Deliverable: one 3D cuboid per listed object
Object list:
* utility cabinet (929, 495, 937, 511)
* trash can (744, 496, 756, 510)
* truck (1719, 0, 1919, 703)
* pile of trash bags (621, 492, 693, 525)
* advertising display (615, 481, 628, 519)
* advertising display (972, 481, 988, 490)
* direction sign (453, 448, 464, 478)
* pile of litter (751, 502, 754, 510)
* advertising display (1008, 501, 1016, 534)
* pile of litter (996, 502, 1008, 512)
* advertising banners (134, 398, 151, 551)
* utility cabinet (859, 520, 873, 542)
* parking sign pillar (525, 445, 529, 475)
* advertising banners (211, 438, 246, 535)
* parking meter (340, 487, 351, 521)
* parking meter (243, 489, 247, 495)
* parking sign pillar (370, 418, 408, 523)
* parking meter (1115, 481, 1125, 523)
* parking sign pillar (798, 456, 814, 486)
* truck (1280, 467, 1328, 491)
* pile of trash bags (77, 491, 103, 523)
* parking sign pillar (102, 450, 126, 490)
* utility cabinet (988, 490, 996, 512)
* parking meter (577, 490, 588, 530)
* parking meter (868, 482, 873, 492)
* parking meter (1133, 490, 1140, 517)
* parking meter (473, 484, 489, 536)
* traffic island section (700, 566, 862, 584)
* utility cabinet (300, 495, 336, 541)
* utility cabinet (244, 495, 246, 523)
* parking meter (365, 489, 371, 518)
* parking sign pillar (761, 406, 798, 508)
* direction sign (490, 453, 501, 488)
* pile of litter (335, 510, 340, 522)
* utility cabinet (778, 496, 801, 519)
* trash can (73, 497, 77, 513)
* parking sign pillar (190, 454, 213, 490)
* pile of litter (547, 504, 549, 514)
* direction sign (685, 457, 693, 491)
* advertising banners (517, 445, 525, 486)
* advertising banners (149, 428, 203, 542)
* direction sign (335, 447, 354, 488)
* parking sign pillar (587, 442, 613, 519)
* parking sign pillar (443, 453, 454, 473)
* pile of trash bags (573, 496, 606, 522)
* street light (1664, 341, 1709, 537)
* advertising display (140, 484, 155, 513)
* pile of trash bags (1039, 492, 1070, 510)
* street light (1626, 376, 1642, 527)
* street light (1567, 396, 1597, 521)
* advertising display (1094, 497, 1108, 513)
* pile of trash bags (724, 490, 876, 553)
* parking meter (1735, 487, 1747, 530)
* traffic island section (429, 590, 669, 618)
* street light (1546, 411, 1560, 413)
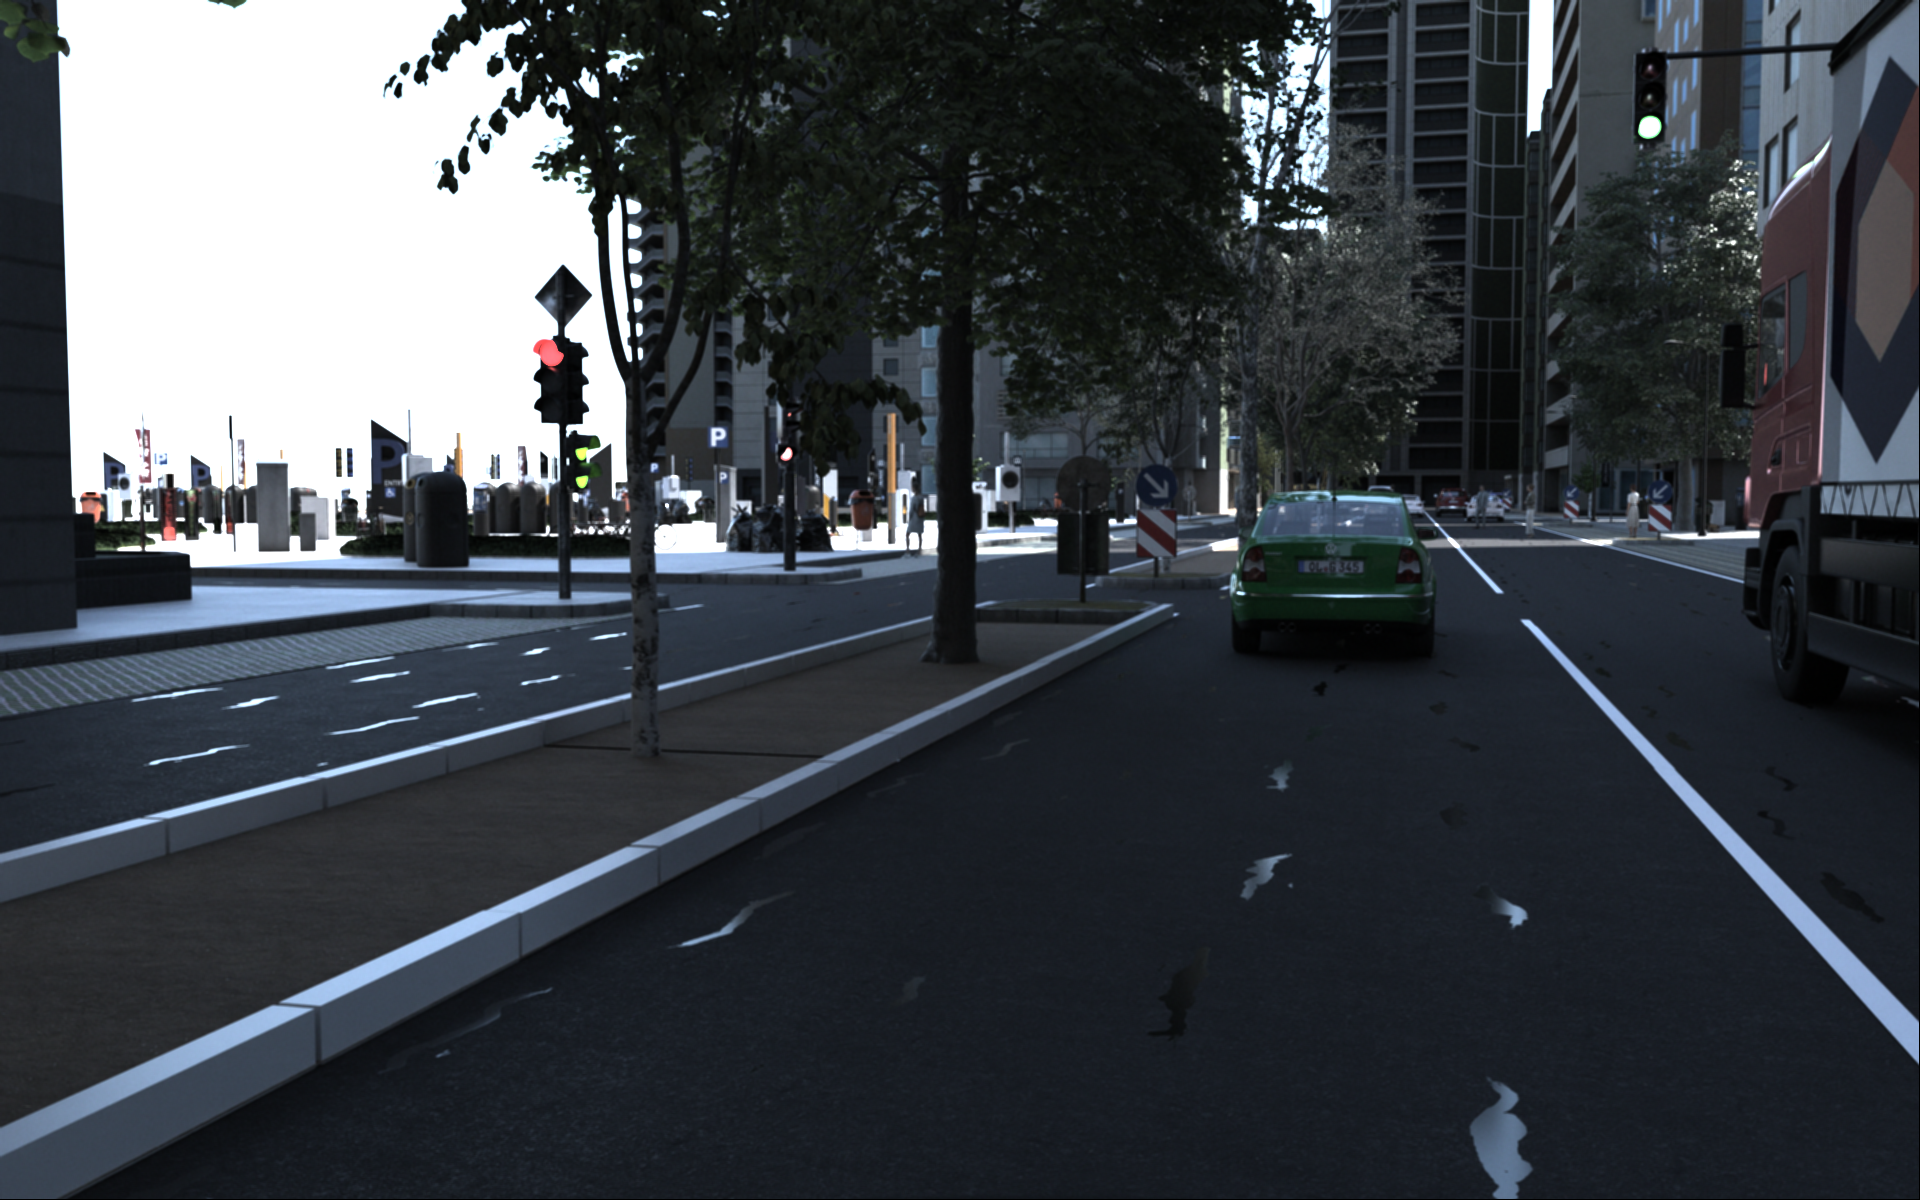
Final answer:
[{"bbox_3d":[-1.138,-4.920,91.598,1.020,1.237,0.306,0,4,-1],"label":"utility cabinet"},{"bbox_3d":[-12.902,-5.805,106.560,0.748,1.137,0.748,0,3,0],"label":"trash can"},{"bbox_3d":[6.042,-1.190,8.366,2.839,4.237,11.283,1,4,14],"label":"truck"},{"bbox_3d":[-12.833,-3.930,74.004,1.912,1.369,3.447,-2,4,-34],"label":"pile of trash bags"},{"bbox_3d":[-16.845,-4.980,86.635,0.974,1.923,0.123,2,4,27],"label":"advertising display"},{"bbox_3d":[0.903,-4.966,86.404,0.974,1.923,0.123,-1,4,-21],"label":"advertising display"},{"bbox_3d":[-24.643,-5.701,85.200,0.379,3.537,0.876,1,4,16],"label":"direction sign"},{"bbox_3d":[-12.637,-5.469,103.385,1.719,0.858,1.176,2,4,34],"label":"pile of litter"},{"bbox_3d":[1.704,-3.135,56.477,0.123,1.923,0.974,0,4,-6],"label":"advertising display"},{"bbox_3d":[2.626,-5.152,98.200,1.719,0.858,1.176,0,4,4],"label":"pile of litter"},{"bbox_3d":[-15.362,-2.222,32.515,0.090,3.025,2.074,-2,4,-27],"label":"advertising banners"},{"bbox_3d":[-2.532,-2.153,46.365,0.306,1.237,1.020,-1,4,-9],"label":"utility cabinet"},{"bbox_3d":[-23.932,-6.518,95.039,1.447,3.967,1.447,-1,4,-18],"label":"parking sign pillar"},{"bbox_3d":[-23.021,-3.568,54.526,2.074,3.025,0.090,3,4,38],"label":"advertising banners"},{"bbox_3d":[-22.266,-3.328,62.830,0.372,1.533,0.369,0,3,0],"label":"parking meter"},{"bbox_3d":[-33.928,-4.498,81.958,0.372,1.533,0.369,0,3,0],"label":"parking meter"},{"bbox_3d":[-20.101,-4.442,61.095,1.447,3.967,1.447,-1,4,-14],"label":"parking sign pillar"},{"bbox_3d":[7.090,-4.350,76.838,0.399,1.863,0.255,0,4,-5],"label":"parking meter"},{"bbox_3d":[-9.443,-7.276,107.430,1.447,3.967,1.447,-1,4,-10],"label":"parking sign pillar"},{"bbox_3d":[24.127,-7.602,120.211,3.469,3.379,9.791,1,4,13],"label":"truck"},{"bbox_3d":[-26.234,-2.409,49.146,3.447,1.369,1.912,-2,4,-34],"label":"pile of trash bags"},{"bbox_3d":[-52.004,-7.227,106.629,1.447,3.967,1.447,-2,4,-33],"label":"parking sign pillar"},{"bbox_3d":[1.783,-5.373,96.532,0.318,1.500,1.173,0,4,-7],"label":"utility cabinet"},{"bbox_3d":[-13.624,-3.312,62.560,0.372,1.533,0.369,0,3,0],"label":"parking meter"},{"bbox_3d":[-4.299,-4.810,84.349,0.255,1.863,0.399,-2,4,-24],"label":"parking meter"},{"bbox_3d":[9.939,-5.447,97.471,0.372,1.533,0.369,0,3,0],"label":"parking meter"},{"bbox_3d":[-11.544,-2.039,41.747,0.372,1.533,0.369,0,3,0],"label":"parking meter"},{"bbox_3d":[-2.869,-0.412,29.016,2.009,0.180,2.903,1,4,14],"label":"traffic island section"},{"bbox_3d":[-17.793,-2.255,48.037,1.020,1.237,0.306,2,4,26],"label":"utility cabinet"},{"bbox_3d":[-31.821,-4.035,77.141,0.306,1.237,1.020,3,5,42],"label":"utility cabinet"},{"bbox_3d":[-29.004,-4.690,85.091,0.372,1.533,0.369,0,3,0],"label":"parking meter"},{"bbox_3d":[-5.921,-4.001,53.888,1.447,3.967,1.447,-1,4,-11],"label":"parking sign pillar"},{"bbox_3d":[-25.835,-6.387,96.419,0.876,3.537,0.379,3,4,38],"label":"direction sign"},{"bbox_3d":[-23.050,-3.068,64.132,1.176,0.858,1.719,0,4,6],"label":"pile of litter"},{"bbox_3d":[-5.806,-2.853,57.801,1.020,1.237,0.306,1,4,20],"label":"utility cabinet"},{"bbox_3d":[-50.637,-5.319,98.616,0.748,1.137,0.748,0,3,0],"label":"trash can"},{"bbox_3d":[-50.324,-7.733,114.912,1.447,3.967,1.447,-3,4,-38],"label":"parking sign pillar"},{"bbox_3d":[-20.813,-4.505,87.620,1.719,0.858,1.176,2,4,30],"label":"pile of litter"},{"bbox_3d":[-16.572,-6.969,105.943,0.379,3.537,0.876,-3,4,-37],"label":"direction sign"},{"bbox_3d":[-16.129,-4.021,61.933,2.074,3.025,0.090,3,5,41],"label":"advertising banners"},{"bbox_3d":[-21.357,-3.091,46.729,0.090,3.025,2.074,2,4,26],"label":"advertising banners"},{"bbox_3d":[-29.779,-5.617,83.840,0.876,3.537,0.379,0,4,-3],"label":"direction sign"},{"bbox_3d":[-18.541,-6.154,89.097,1.447,3.967,1.447,-3,5,-39],"label":"parking sign pillar"},{"bbox_3d":[-33.297,-7.646,113.489,1.447,3.967,1.447,2,4,35],"label":"parking sign pillar"},{"bbox_3d":[-16.838,-4.311,80.238,3.447,1.369,1.912,-1,4,-9],"label":"pile of trash bags"},{"bbox_3d":[21.997,-4.889,52.471,1.470,5.913,1.316,1,4,14],"label":"street light"},{"bbox_3d":[-54.139,-6.742,115.438,0.974,1.923,0.123,-3,5,-45],"label":"advertising display"},{"bbox_3d":[5.283,-5.225,95.189,1.912,1.369,3.447,0,4,-2],"label":"pile of trash bags"},{"bbox_3d":[25.684,-5.774,66.952,1.470,5.913,1.316,1,4,14],"label":"street light"},{"bbox_3d":[29.580,-6.708,82.214,1.470,5.913,1.316,1,4,14],"label":"street light"},{"bbox_3d":[6.135,-4.389,76.972,0.974,1.923,0.123,2,4,34],"label":"advertising display"},{"bbox_3d":[-3.485,-1.794,39.090,3.447,1.369,1.912,-2,4,-30],"label":"pile of trash bags"},{"bbox_3d":[27.883,-3.265,61.796,0.372,1.533,0.369,0,3,0],"label":"parking meter"},{"bbox_3d":[-4.869,0.061,21.285,2.009,0.180,2.903,1,4,14],"label":"traffic island section"},{"bbox_3d":[33.407,-7.591,96.659,1.470,5.913,1.316,1,4,14],"label":"street light"}]
